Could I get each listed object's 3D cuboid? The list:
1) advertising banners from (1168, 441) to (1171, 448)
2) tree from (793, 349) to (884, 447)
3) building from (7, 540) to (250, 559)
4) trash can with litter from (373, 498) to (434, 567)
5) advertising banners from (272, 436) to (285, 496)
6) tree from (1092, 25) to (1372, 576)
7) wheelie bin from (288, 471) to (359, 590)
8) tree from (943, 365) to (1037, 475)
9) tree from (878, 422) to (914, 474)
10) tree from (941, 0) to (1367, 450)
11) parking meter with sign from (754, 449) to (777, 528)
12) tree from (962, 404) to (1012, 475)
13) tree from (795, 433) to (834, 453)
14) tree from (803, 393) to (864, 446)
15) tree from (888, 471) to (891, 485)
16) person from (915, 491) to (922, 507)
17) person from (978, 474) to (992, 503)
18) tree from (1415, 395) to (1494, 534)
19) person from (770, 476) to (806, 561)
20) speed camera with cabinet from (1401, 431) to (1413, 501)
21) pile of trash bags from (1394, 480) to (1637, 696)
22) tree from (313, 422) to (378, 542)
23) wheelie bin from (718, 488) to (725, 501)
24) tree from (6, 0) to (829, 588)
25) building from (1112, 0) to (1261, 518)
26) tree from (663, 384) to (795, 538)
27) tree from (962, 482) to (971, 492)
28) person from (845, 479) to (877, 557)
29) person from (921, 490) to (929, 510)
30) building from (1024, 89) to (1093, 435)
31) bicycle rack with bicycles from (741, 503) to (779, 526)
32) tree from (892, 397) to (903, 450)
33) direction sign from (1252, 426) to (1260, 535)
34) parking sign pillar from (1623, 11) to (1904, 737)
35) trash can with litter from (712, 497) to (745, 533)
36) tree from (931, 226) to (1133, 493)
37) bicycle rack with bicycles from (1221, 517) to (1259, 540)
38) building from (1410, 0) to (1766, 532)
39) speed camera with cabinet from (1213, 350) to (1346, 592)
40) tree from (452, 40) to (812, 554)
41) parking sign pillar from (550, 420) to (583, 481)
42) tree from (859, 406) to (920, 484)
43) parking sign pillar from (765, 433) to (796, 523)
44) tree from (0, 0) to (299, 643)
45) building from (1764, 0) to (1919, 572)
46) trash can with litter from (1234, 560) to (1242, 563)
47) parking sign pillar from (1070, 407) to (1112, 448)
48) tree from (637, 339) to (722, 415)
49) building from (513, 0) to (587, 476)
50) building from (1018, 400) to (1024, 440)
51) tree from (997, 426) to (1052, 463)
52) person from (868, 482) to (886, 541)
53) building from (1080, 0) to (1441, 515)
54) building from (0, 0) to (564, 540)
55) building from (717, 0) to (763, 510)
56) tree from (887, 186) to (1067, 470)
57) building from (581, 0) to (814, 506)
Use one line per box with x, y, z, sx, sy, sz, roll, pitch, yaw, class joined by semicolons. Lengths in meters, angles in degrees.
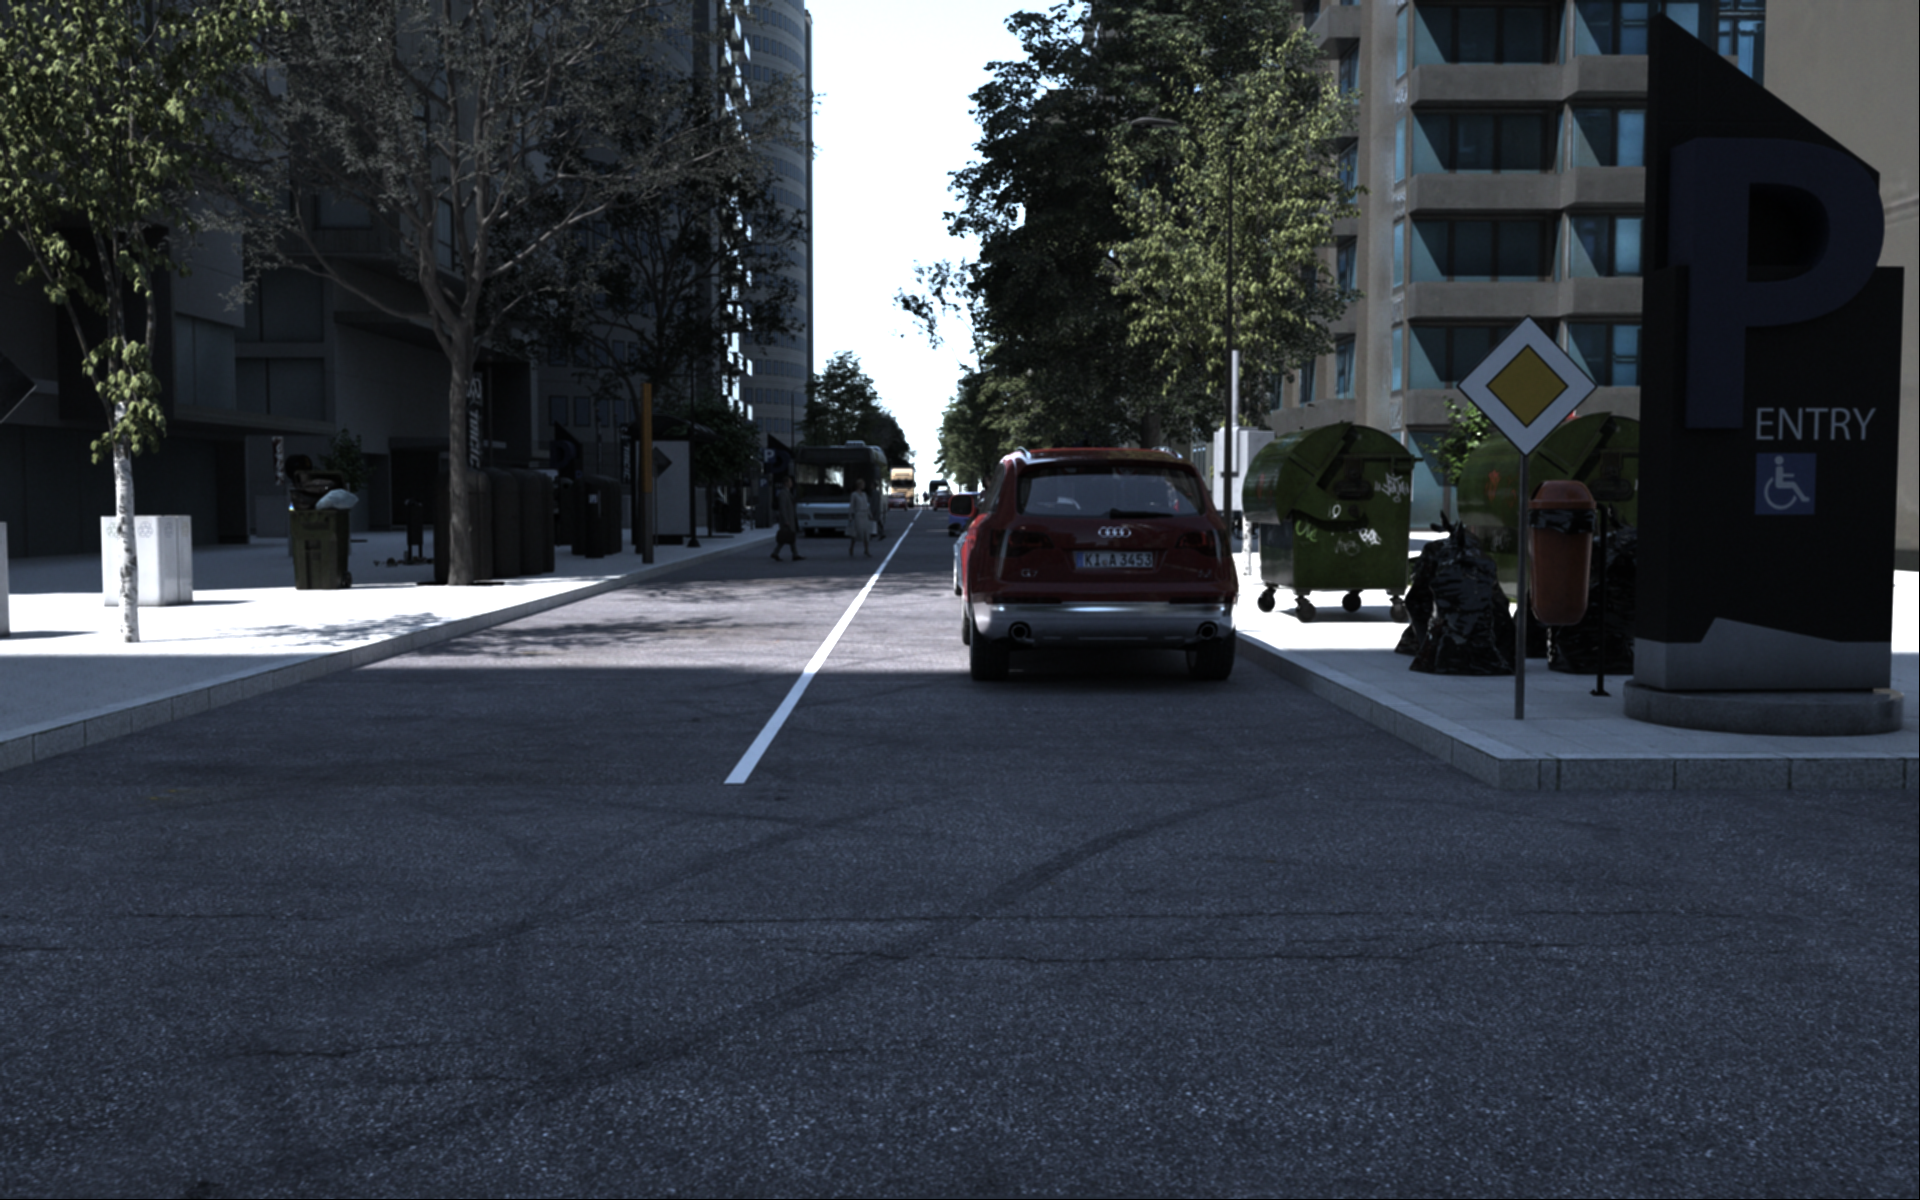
5.642;-3.101;46.888;0.090;3.025;2.074;0;4;6;advertising banners
-9.380;-13.287;135.375;7.486;12.596;7.792;0;3;0;tree
-29.166;-26.907;29.168;28.713;52.752;27.495;0;4;-1;building
-10.203;-1.257;31.609;1.678;1.210;2.233;0;4;4;trash can with litter
-19.921;-3.410;51.935;2.074;3.025;0.090;2;4;31;advertising banners
4.250;-4.679;26.865;4.737;8.622;4.395;0;3;0;tree
-8.584;-0.942;23.308;0.980;1.594;0.693;0;4;-1;wheelie bin
2.170;-12.854;135.913;9.928;11.665;9.643;0;3;0;tree
-9.422;-16.819;209.396;8.767;10.594;7.601;2;4;24;tree
4.256;-8.065;38.519;9.857;13.997;8.962;0;3;0;tree
-7.387;-4.237;65.533;0.543;3.016;1.738;0;4;6;parking meter with sign
2.226;-10.742;125.989;4.360;8.622;3.978;0;3;0;tree
-7.876;-6.682;92.956;4.285;4.588;4.351;0;3;0;tree
-8.866;-10.658;124.614;4.737;8.622;4.395;0;3;0;tree
-8.813;-12.545;188.828;4.285;4.588;4.351;0;3;0;tree
-4.639;-10.815;186.107;1.217;1.735;0.721;-2;4;-29;person
0.541;-1.581;34.353;0.555;1.821;0.388;0;4;8;person
8.667;-2.104;29.003;1.663;3.219;1.824;0;3;0;tree
-3.685;-1.748;37.184;0.767;1.812;0.694;0;4;0;person
13.261;-3.694;54.729;2.038;3.252;0.660;1;4;16;speed camera with cabinet
4.164;-0.166;12.468;1.912;1.369;3.447;1;4;12;pile of trash bags
-16.368;-3.174;46.502;1.663;3.219;1.824;0;3;0;tree
-11.602;-4.560;82.468;0.693;1.594;0.980;0;4;7;wheelie bin
-7.062;-6.956;24.107;12.009;13.543;11.850;0;3;0;tree
22.124;-48.432;104.532;22.319;86.520;31.000;0;4;-1;building
-7.511;-4.133;51.287;4.285;4.588;4.351;0;3;0;tree
1.008;-12.779;203.544;1.663;3.219;1.824;0;3;0;tree
-2.281;-1.887;39.703;0.694;1.780;0.624;-2;4;-29;person
-3.120;-8.986;155.293;0.709;1.838;0.599;0;4;-3;person
18.792;-35.512;204.316;21.300;48.544;21.600;0;4;-1;building
-8.306;-3.521;70.948;2.925;0.926;2.852;-2;4;-28;bicycle rack with bicycles
-9.695;-15.208;159.014;12.009;13.543;11.850;0;3;0;tree
9.094;-3.791;53.972;0.379;3.537;0.876;-1;4;-22;direction sign
4.555;-1.302;9.752;1.447;3.967;1.447;0;4;-3;parking sign pillar
-7.753;-2.840;57.821;1.055;1.170;0.624;-2;4;-30;trash can with litter
3.723;-9.256;69.469;7.486;12.596;7.792;0;3;0;tree
8.479;-2.189;49.173;2.925;0.926;2.852;1;4;21;bicycle rack with bicycles
24.049;-27.510;69.390;23.786;49.044;30.456;0;4;-1;building
4.347;-1.783;23.481;0.660;3.252;2.038;-3;4;-36;speed camera with cabinet
-6.928;-6.251;36.616;8.767;10.594;7.601;1;4;8;tree
-14.171;-4.518;62.349;1.447;3.967;1.447;2;4;34;parking sign pillar
-10.665;-18.763;223.789;9.611;12.733;9.660;0;3;0;tree
-7.885;-5.366;76.212;1.447;3.967;1.447;1;4;17;parking sign pillar
-7.325;-3.924;14.521;4.737;8.622;4.395;0;3;0;tree
26.200;-24.764;28.598;21.600;48.544;21.300;0;4;-1;building
4.263;-1.317;32.597;2.233;1.210;1.678;3;5;45;trash can with litter
4.046;-3.971;53.393;1.447;3.967;1.447;0;4;0;parking sign pillar
-12.909;-7.843;78.599;4.360;8.622;3.978;0;3;0;tree
-25.917;-33.981;97.584;21.231;58.520;28.212;0;4;-1;building
21.847;-23.569;230.396;27.650;21.520;28.899;0;4;-1;building
3.397;-5.824;78.931;4.285;4.588;4.351;0;3;0;tree
-2.661;-2.744;53.462;0.767;1.812;0.694;0;4;-4;person
21.176;-31.604;136.335;23.786;49.044;30.456;0;4;-1;building
-30.703;-29.073;64.576;28.713;52.752;27.495;0;4;-1;building
-27.348;-31.041;127.133;23.786;49.044;30.456;0;4;-1;building
1.370;-15.473;108.875;12.611;20.169;13.585;0;3;0;tree
-27.466;-39.603;189.506;21.231;58.520;28.212;0;4;-1;building
